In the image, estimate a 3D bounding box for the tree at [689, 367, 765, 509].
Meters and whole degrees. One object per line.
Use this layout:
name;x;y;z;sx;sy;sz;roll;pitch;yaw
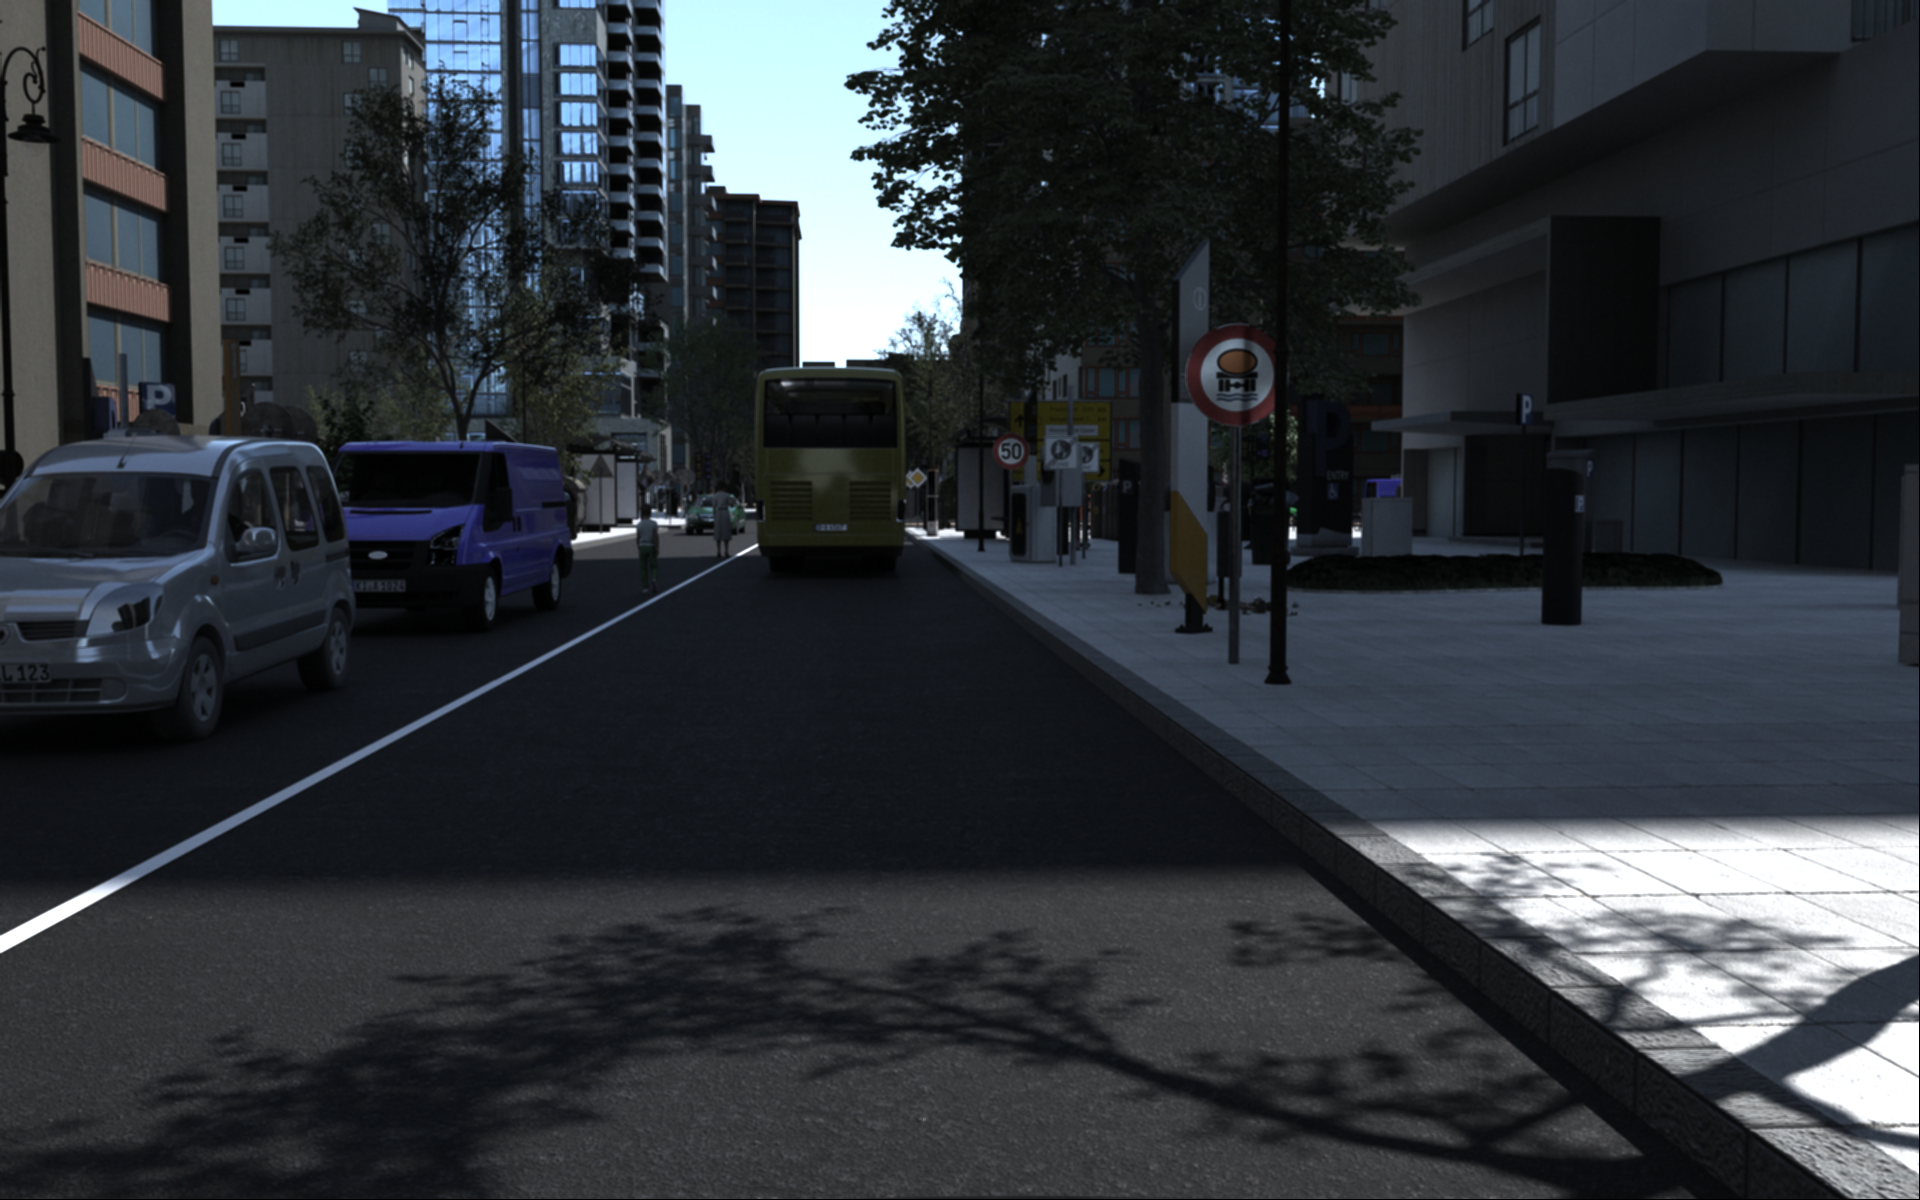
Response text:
tree;-18.588;-14.404;152.507;9.611;12.733;9.660;0;3;0

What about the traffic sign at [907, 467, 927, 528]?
traffic sign;-1.594;-3.767;65.236;0.795;2.450;0.064;0;4;-3

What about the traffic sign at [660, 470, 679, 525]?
traffic sign;-12.159;-4.218;72.612;0.795;2.450;0.064;0;4;-3

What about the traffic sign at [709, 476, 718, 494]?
traffic sign;-17.321;-7.421;121.433;0.768;2.556;0.104;0;4;6

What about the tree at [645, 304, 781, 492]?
tree;-15.372;-12.301;111.483;12.009;13.543;11.850;0;3;0

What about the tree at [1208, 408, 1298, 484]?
tree;9.757;-4.397;55.608;4.285;4.588;4.351;0;3;0

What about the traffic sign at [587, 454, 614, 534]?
traffic sign;-11.603;-3.420;55.921;0.884;2.594;0.081;0;4;3

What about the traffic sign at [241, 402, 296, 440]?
traffic sign;-9.551;-1.455;23.900;0.768;2.556;0.104;0;4;-2

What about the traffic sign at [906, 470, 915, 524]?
traffic sign;-2.082;-4.255;73.206;0.795;2.450;0.064;0;4;-3

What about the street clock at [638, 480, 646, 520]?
street clock;-14.837;-4.672;80.961;0.471;2.002;0.358;-1;4;-14

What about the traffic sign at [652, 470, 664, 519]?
traffic sign;-15.889;-5.551;90.864;0.768;2.556;0.104;0;4;1

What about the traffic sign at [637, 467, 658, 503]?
traffic sign;-11.671;-3.731;64.641;0.795;2.450;0.064;0;4;-3

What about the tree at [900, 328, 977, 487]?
tree;-0.947;-7.698;76.219;4.737;8.622;4.395;0;3;0

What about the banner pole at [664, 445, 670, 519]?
banner pole;-15.080;-6.049;88.912;0.401;3.779;0.863;0;4;-7

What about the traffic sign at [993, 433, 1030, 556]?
traffic sign;1.063;-2.196;36.009;0.768;2.556;0.104;0;4;1

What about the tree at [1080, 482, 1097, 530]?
tree;4.435;-4.146;62.380;1.663;3.219;1.824;0;3;0

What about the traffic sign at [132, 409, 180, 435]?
traffic sign;-12.015;-1.576;25.874;0.768;2.556;0.104;0;4;5

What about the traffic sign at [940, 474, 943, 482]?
traffic sign;-1.337;-6.560;107.357;0.768;2.556;0.104;0;4;-3

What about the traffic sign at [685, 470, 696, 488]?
traffic sign;-14.300;-5.572;91.202;0.768;2.556;0.104;0;4;2

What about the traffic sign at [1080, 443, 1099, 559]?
traffic sign;2.452;-1.966;34.273;0.606;2.300;0.079;0;4;2

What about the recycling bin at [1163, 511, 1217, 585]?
recycling bin;3.282;-0.755;24.901;0.722;1.027;0.722;1;4;18

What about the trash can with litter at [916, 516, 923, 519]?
trash can with litter;-1.779;-4.759;88.873;1.678;1.210;2.233;2;4;24

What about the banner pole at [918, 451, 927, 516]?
banner pole;-2.218;-6.803;101.250;0.863;3.779;0.401;-3;5;-44

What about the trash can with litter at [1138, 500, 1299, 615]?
trash can with litter;3.032;-0.501;19.252;1.678;1.210;2.233;-1;4;-12

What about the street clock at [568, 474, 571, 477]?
street clock;-14.080;-3.570;62.936;0.358;2.002;0.471;0;4;0

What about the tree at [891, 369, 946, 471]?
tree;-4.739;-13.090;139.782;9.928;11.665;9.643;0;3;0

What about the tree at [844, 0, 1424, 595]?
tree;2.042;-6.351;21.970;7.486;12.596;7.792;0;3;0

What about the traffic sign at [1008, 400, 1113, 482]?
traffic sign;2.161;-2.665;37.447;2.265;3.308;0.079;0;4;-2

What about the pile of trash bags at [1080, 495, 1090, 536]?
pile of trash bags;4.843;-2.751;54.729;3.447;1.369;1.912;-3;5;-42

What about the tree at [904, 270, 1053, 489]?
tree;0.630;-6.446;55.751;4.360;8.622;3.978;0;3;0

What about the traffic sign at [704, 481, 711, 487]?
traffic sign;-17.872;-7.558;123.674;0.768;2.556;0.104;0;4;6

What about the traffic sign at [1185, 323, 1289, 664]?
traffic sign;2.072;-0.790;13.029;0.768;2.556;0.104;0;4;4

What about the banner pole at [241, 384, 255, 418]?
banner pole;-16.148;-3.005;39.150;0.401;3.779;0.863;2;4;28

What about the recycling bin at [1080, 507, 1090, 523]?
recycling bin;5.515;-3.995;77.878;0.722;1.027;0.722;-1;4;-21

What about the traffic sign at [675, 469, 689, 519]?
traffic sign;-14.131;-5.376;88.010;0.768;2.556;0.104;0;4;-3

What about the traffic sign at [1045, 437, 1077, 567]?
traffic sign;1.777;-1.738;30.544;0.606;2.300;0.079;0;4;2

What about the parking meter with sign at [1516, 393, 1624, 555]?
parking meter with sign;10.431;-2.039;29.605;1.738;3.016;0.543;3;5;40

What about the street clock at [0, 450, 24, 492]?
street clock;-15.655;-1.463;28.491;0.358;2.002;0.471;1;4;19

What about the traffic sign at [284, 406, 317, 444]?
traffic sign;-9.661;-1.524;25.018;0.768;2.556;0.104;0;4;1

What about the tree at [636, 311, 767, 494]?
tree;-14.651;-10.624;99.453;9.928;11.665;9.643;0;3;0

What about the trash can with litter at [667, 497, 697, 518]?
trash can with litter;-14.584;-4.991;92.659;2.233;1.210;1.678;1;4;23

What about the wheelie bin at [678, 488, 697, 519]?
wheelie bin;-14.085;-5.049;90.462;0.693;1.594;0.980;-2;4;-28

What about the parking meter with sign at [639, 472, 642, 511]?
parking meter with sign;-25.049;-8.447;134.375;0.543;3.016;1.738;2;4;25

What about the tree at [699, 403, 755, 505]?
tree;-17.220;-10.827;127.380;4.360;8.622;3.978;0;3;0

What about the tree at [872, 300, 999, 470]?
tree;-1.539;-9.154;84.074;7.601;10.594;8.767;-1;4;-22

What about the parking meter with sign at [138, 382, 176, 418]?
parking meter with sign;-13.200;-1.921;27.671;1.738;3.016;0.543;3;4;38
